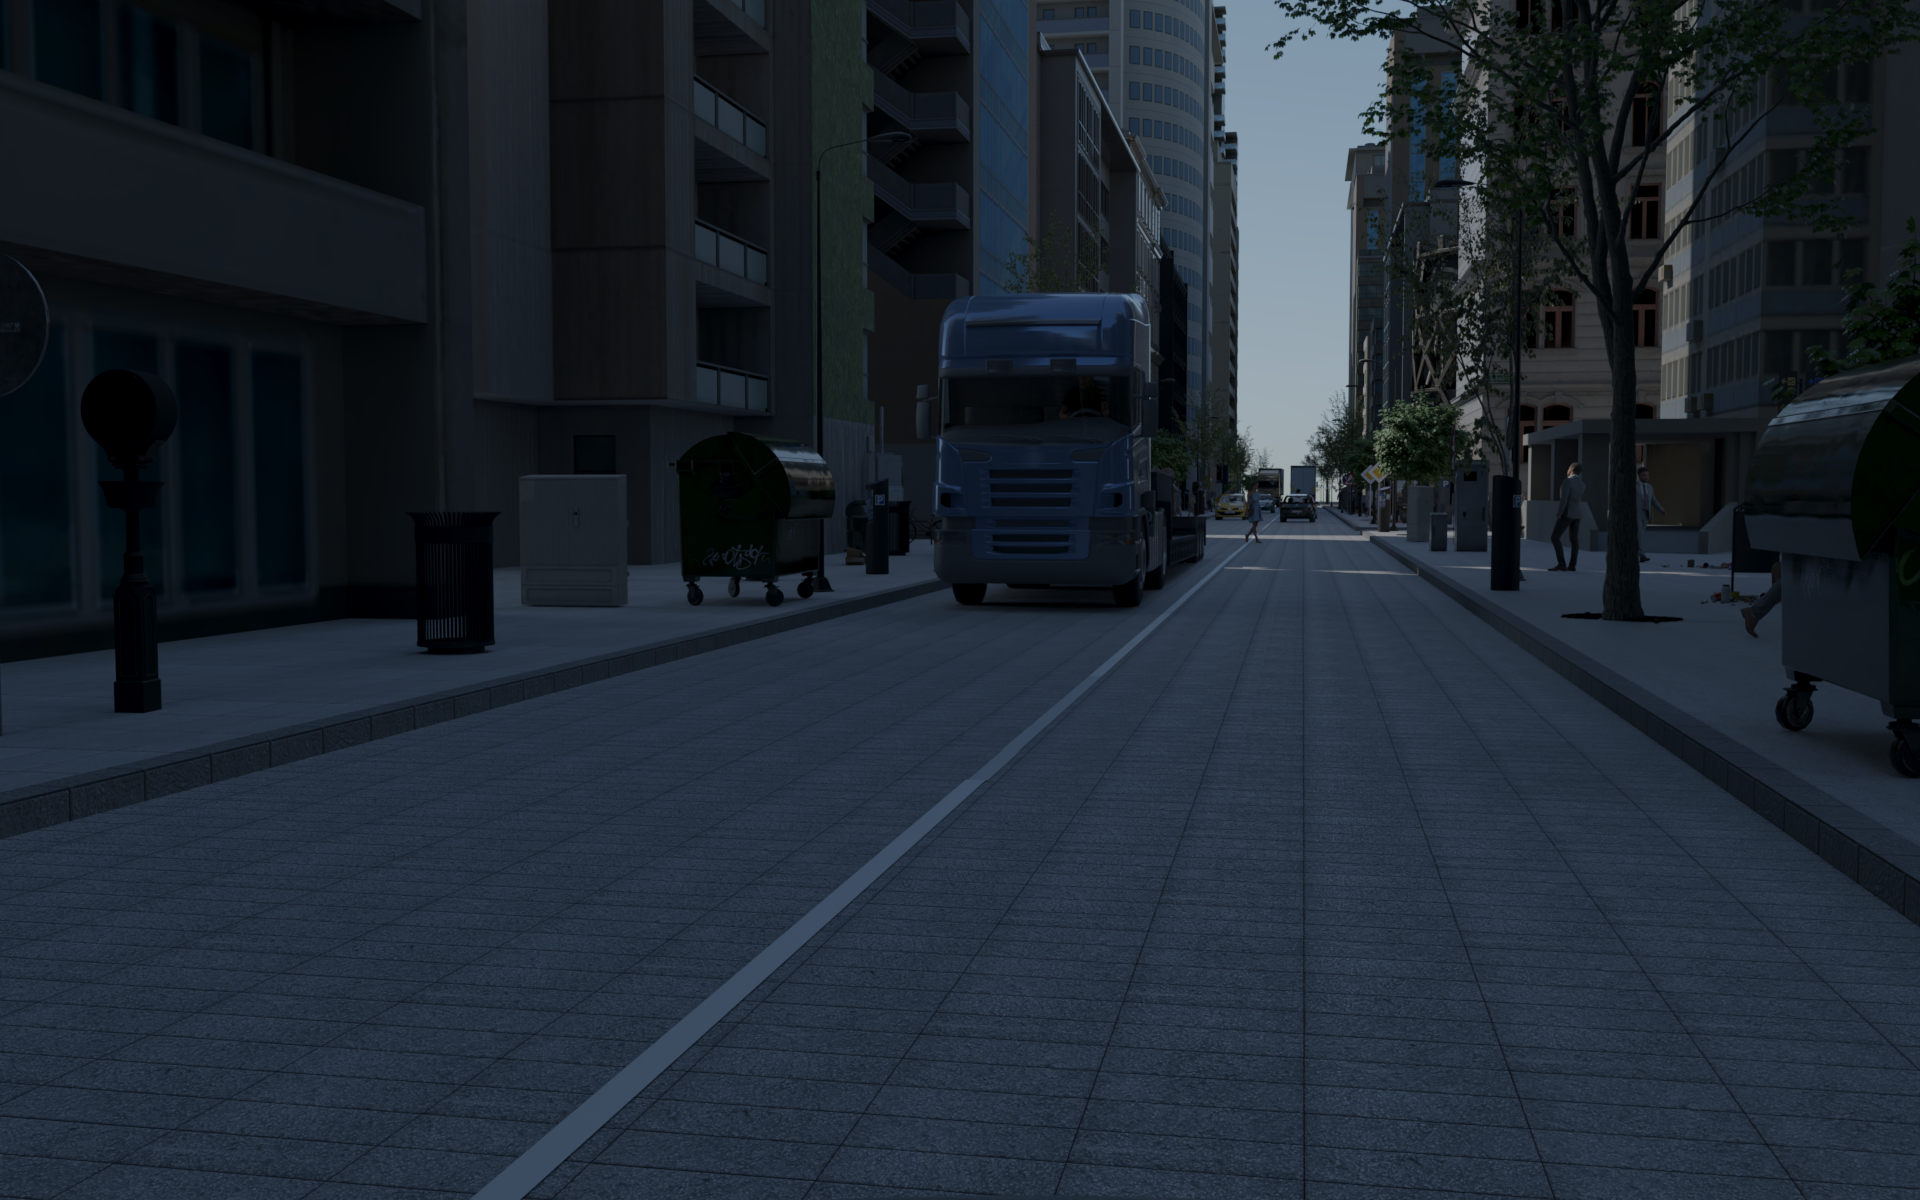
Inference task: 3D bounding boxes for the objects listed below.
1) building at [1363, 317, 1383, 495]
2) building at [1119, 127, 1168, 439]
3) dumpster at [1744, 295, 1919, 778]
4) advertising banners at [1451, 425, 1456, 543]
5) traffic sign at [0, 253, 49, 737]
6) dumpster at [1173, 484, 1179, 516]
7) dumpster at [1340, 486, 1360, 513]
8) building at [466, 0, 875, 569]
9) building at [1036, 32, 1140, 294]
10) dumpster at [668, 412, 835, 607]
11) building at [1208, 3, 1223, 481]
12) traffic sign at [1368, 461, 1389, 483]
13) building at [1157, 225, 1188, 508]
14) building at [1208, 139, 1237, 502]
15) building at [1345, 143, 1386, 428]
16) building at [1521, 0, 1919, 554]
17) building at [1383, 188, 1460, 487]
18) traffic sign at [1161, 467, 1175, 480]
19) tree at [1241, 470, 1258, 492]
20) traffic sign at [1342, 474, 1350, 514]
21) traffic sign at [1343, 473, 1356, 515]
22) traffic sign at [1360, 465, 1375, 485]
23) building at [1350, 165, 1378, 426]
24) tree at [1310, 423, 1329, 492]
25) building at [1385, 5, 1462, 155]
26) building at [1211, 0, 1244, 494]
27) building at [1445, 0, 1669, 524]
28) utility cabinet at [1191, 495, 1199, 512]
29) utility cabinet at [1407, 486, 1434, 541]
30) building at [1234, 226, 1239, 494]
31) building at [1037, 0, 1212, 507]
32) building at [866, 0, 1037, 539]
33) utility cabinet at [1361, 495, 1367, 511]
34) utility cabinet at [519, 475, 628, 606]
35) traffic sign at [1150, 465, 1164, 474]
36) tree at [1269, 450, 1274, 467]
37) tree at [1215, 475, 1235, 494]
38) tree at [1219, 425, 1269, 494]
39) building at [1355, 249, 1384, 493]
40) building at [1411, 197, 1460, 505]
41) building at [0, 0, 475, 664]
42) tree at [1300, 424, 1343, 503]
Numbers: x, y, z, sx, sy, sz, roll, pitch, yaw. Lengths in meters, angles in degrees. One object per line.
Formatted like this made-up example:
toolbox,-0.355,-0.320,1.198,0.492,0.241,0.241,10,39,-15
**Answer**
building,56.842,-20.564,181.253,27.650,21.520,28.899,1,4,11
building,6.680,-19.482,115.790,12.463,27.353,25.104,1,4,11
dumpster,4.859,-0.364,8.446,1.502,2.255,1.985,1,4,11
advertising banners,12.404,-2.873,43.155,0.090,3.025,2.074,0,4,7
traffic sign,-5.113,-0.549,9.088,0.768,2.556,0.104,1,4,13
dumpster,9.457,-4.561,80.336,1.264,1.857,1.865,1,4,11
dumpster,26.182,-6.757,116.234,1.264,1.857,1.865,1,4,11
building,-10.198,-21.422,33.841,14.154,41.232,14.086,1,4,11
building,0.734,-16.509,88.982,14.314,24.678,30.058,1,4,11
dumpster,-2.452,-1.102,20.516,1.502,2.255,1.985,1,4,11
building,13.360,-36.624,188.045,28.713,52.752,27.495,1,4,11
traffic sign,14.655,-3.566,60.499,0.795,2.593,0.064,1,4,11
building,11.144,-18.744,136.148,12.332,23.373,15.834,1,4,11
building,27.277,-37.782,241.441,21.300,48.544,21.600,1,4,11
building,71.047,-40.637,253.658,28.713,52.752,27.495,1,4,11
building,31.213,-21.361,41.130,32.217,40.220,23.993,1,4,11
building,38.477,-18.726,125.231,14.314,24.678,30.058,1,4,11
traffic sign,9.849,-5.041,82.528,0.768,2.556,0.104,1,4,13
tree,39.908,-15.486,236.907,4.285,4.588,4.351,0,3,0
traffic sign,24.708,-6.739,110.286,0.768,2.556,0.104,1,4,16
traffic sign,23.540,-6.385,104.399,0.884,2.594,0.081,1,4,20
traffic sign,16.208,-4.045,68.332,0.795,2.593,0.064,1,4,11
building,60.339,-35.760,234.787,14.600,45.320,14.200,1,4,11
tree,36.093,-13.064,163.952,4.360,8.622,3.978,0,3,0
building,46.601,-31.195,160.155,14.600,45.320,14.200,1,4,11
building,35.203,-59.192,280.467,22.319,86.520,31.000,1,4,11
building,33.452,-17.556,74.437,23.554,28.519,14.401,1,4,11
utility cabinet,16.505,-6.713,120.918,0.306,1.237,1.020,-2,4,-33
utility cabinet,12.403,-2.321,46.624,0.318,1.500,1.173,3,4,36
building,34.154,-35.173,258.668,14.154,41.232,14.086,1,4,11
building,11.754,-37.789,159.846,21.231,58.520,28.212,1,4,11
building,-5.588,-24.812,55.787,14.200,45.320,14.600,1,4,11
utility cabinet,32.516,-7.792,138.559,1.020,1.237,0.306,1,4,21
utility cabinet,-4.407,-0.676,19.740,1.173,1.500,0.318,1,4,11
traffic sign,7.879,-4.147,69.998,0.795,2.593,0.064,1,4,11
tree,46.286,-19.301,265.938,4.360,8.622,3.978,0,3,0
tree,23.371,-9.726,153.623,1.663,3.219,1.824,0,3,0
tree,28.275,-13.792,175.859,4.360,8.622,3.978,0,3,0
building,53.720,-26.453,204.204,14.160,30.474,14.107,1,4,11
building,35.168,-14.329,101.736,16.820,18.784,16.811,1,4,11
building,-17.643,-23.553,8.794,21.300,48.544,21.600,1,4,11
tree,47.214,-17.688,223.608,7.601,10.594,8.767,-1,4,-18
